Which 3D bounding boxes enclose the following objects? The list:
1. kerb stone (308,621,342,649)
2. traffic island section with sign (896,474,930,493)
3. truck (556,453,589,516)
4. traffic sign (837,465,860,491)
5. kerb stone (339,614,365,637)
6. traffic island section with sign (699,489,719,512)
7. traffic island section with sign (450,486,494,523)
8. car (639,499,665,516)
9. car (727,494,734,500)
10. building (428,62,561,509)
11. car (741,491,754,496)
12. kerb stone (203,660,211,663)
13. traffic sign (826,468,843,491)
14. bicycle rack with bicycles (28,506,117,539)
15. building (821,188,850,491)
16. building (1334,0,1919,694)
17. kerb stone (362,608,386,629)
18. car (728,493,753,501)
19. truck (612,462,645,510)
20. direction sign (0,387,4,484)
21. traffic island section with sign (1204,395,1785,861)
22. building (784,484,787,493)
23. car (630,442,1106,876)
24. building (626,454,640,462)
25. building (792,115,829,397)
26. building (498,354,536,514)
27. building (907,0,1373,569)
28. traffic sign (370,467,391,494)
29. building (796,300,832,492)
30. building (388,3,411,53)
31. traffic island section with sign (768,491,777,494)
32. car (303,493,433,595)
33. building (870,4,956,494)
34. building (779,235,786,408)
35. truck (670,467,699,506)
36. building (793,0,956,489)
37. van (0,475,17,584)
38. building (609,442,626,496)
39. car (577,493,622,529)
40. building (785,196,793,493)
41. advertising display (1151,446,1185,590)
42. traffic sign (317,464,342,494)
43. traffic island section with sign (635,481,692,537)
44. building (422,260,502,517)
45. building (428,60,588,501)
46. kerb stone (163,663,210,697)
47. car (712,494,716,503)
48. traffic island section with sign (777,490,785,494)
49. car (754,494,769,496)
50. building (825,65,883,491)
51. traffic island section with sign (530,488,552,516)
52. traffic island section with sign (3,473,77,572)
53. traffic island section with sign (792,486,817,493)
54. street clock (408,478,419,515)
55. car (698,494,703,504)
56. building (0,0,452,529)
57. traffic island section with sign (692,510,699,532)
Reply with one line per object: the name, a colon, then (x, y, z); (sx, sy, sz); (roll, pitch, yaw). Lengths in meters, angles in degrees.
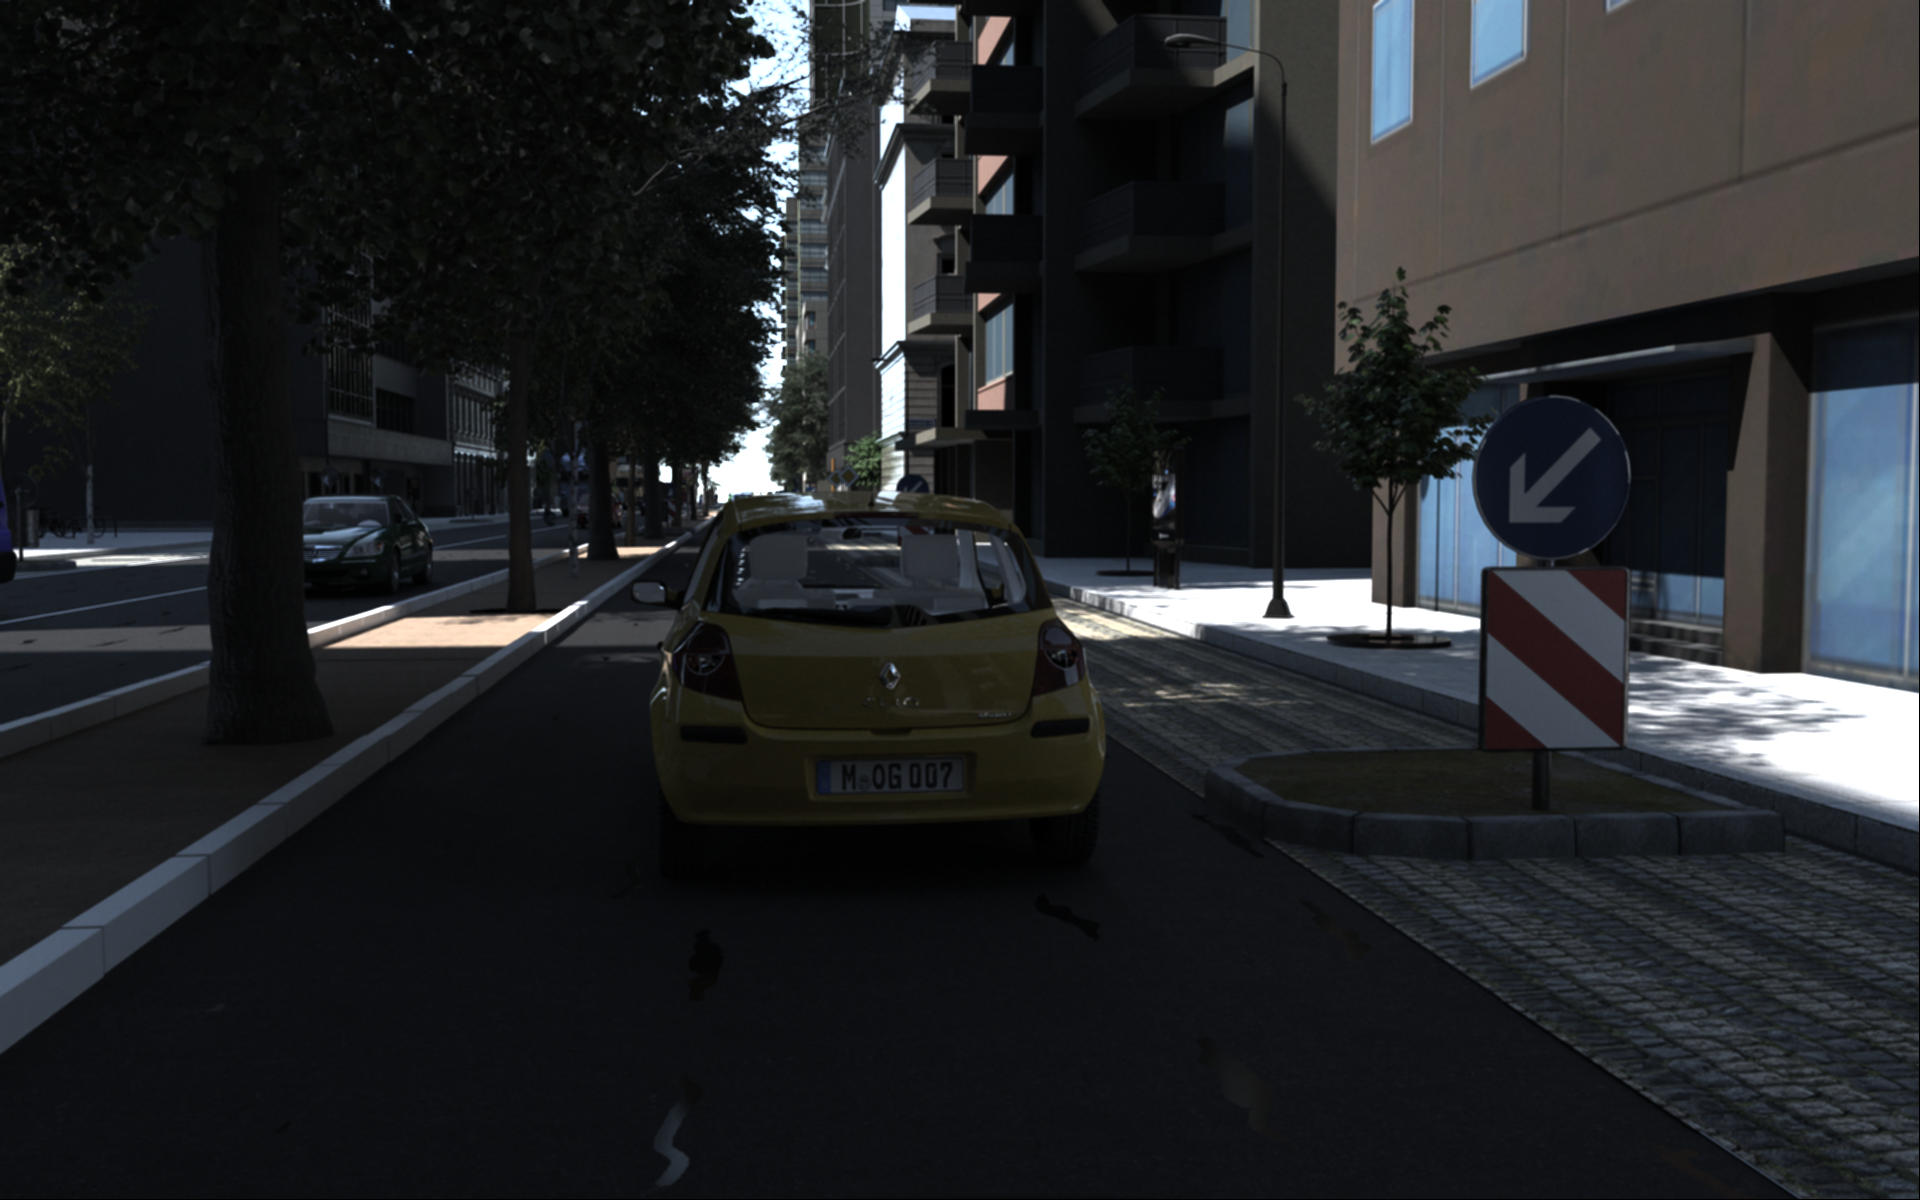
kerb stone: (-6.124, 0.342, 16.599); (0.120, 0.150, 1.000); (0, 4, -7)
traffic island section with sign: (-1.120, -1.595, 34.710); (1.989, 1.847, 2.006); (0, 4, -7)
truck: (-25.280, -7.873, 118.475); (2.967, 4.110, 18.799); (0, 4, -7)
traffic sign: (-3.812, -3.398, 59.192); (0.795, 2.450, 0.064); (0, 4, -7)
kerb stone: (-6.249, 0.280, 17.617); (0.120, 0.150, 1.000); (0, 4, -7)
traffic island section with sign: (-20.251, -8.106, 140.666); (2.006, 1.907, 1.989); (0, 4, -7)
traffic island section with sign: (-24.450, -4.786, 86.874); (1.989, 1.847, 2.006); (0, 4, -7)
car: (-20.649, -6.386, 116.985); (1.945, 1.354, 3.894); (0, 4, -8)
car: (-17.152, -7.687, 134.476); (1.959, 1.807, 4.718); (0, 4, -6)
building: (-50.837, -27.975, 149.272); (32.217, 40.220, 23.993); (0, 4, -7)
car: (-24.695, -11.776, 201.209); (2.281, 1.827, 5.304); (0, 4, -8)
kerb stone: (-5.744, 0.529, 13.551); (0.120, 0.150, 1.000); (0, 4, -7)
traffic sign: (-4.781, -3.882, 67.119); (0.795, 2.450, 0.064); (0, 4, -7)
bicycle rack with bicycles: (-26.216, -2.269, 50.478); (2.852, 0.926, 2.925); (1, 4, 13)
building: (-3.073, -21.002, 130.778); (14.401, 28.519, 23.554); (0, 4, -7)
building: (12.182, -22.211, 13.268); (14.600, 45.320, 14.200); (0, 4, -7)
kerb stone: (-6.372, 0.221, 18.632); (0.120, 0.150, 1.000); (0, 4, -7)
car: (-13.869, -6.192, 110.829); (1.945, 1.707, 3.694); (0, 4, -8)
truck: (-29.300, -10.193, 155.561); (2.839, 4.237, 11.283); (0, 4, -5)
direction sign: (-20.105, -2.712, 36.345); (0.379, 3.537, 0.876); (-2, 4, -27)
traffic island section with sign: (2.175, 0.057, 7.700); (1.989, 1.847, 2.006); (0, 4, -7)
building: (-10.476, -34.788, 260.671); (32.217, 40.220, 23.993); (0, 4, -7)
car: (-0.526, 0.135, 8.017); (2.015, 1.641, 3.980); (-1, 4, -8)
building: (-57.871, -36.380, 249.435); (22.147, 44.769, 28.867); (0, 4, -7)
building: (-10.755, -31.006, 190.545); (14.154, 41.232, 14.086); (0, 4, -7)
building: (-35.848, -16.230, 120.115); (10.420, 20.320, 16.860); (0, 4, -7)
building: (10.232, -23.738, 42.745); (22.147, 44.769, 28.867); (0, 4, -7)
traffic sign: (-21.752, -3.757, 65.073); (0.795, 2.450, 0.064); (0, 4, -7)
building: (-1.827, -19.913, 170.623); (27.650, 21.520, 28.899); (0, 4, -7)
building: (-51.140, -53.686, 190.430); (22.319, 86.520, 31.000); (0, 4, -7)
traffic island section with sign: (-17.141, -9.612, 165.790); (1.989, 1.847, 2.006); (0, 4, -7)
car: (-9.146, -0.871, 26.044); (2.131, 1.459, 4.920); (0, 4, -8)
building: (13.882, -15.734, 76.342); (34.723, 24.649, 14.460); (0, 4, -7)
building: (-18.570, -38.624, 286.122); (22.147, 44.769, 28.867); (0, 4, -7)
truck: (-28.318, -11.606, 178.663); (2.839, 4.237, 11.283); (0, 4, -8)
building: (-9.611, -47.031, 207.214); (20.563, 71.187, 20.611); (0, 4, -7)
van: (-12.161, -0.858, 18.410); (2.240, 2.365, 5.245); (0, 4, -6)
building: (-51.714, -35.367, 228.367); (14.600, 45.320, 14.200); (0, 4, -7)
car: (-15.302, -3.920, 73.124); (2.155, 1.783, 4.494); (0, 4, -6)
building: (-17.165, -34.073, 240.681); (14.154, 41.232, 14.086); (0, 4, -7)
advertising display: (2.823, -1.125, 23.614); (0.123, 1.923, 0.974); (-1, 4, -14)
traffic sign: (-20.783, -3.272, 57.146); (0.795, 2.450, 0.064); (0, 4, -7)
traffic island section with sign: (-10.236, -3.094, 58.728); (2.006, 1.907, 1.989); (0, 4, -7)
building: (-33.386, -15.510, 102.734); (9.793, 20.994, 18.267); (0, 4, -7)
building: (-44.269, -31.771, 169.568); (14.600, 45.320, 14.200); (0, 4, -7)
kerb stone: (-5.632, 0.599, 12.536); (0.120, 0.150, 1.000); (0, 4, -7)
car: (-38.753, -15.788, 269.923); (2.131, 1.459, 4.920); (0, 4, -6)
traffic island section with sign: (-11.136, -6.607, 116.648); (1.989, 1.847, 2.006); (0, 4, -7)
car: (-13.356, -6.536, 117.089); (2.015, 1.641, 3.980); (0, 4, -6)
building: (-0.682, -19.185, 107.176); (14.314, 27.812, 24.014); (0, 4, -7)
traffic island section with sign: (-27.737, -6.431, 113.781); (1.989, 1.847, 2.006); (0, 4, -7)
traffic island section with sign: (-17.799, -1.457, 32.446); (1.989, 1.847, 2.006); (0, 4, -7)
traffic island section with sign: (-7.853, -4.964, 89.784); (1.989, 1.847, 2.006); (0, 4, -7)
street clock: (-25.225, -4.612, 79.975); (0.358, 2.002, 0.471); (3, 5, 41)
car: (-36.319, -14.490, 246.508); (1.945, 1.707, 3.694); (0, 4, -7)
building: (-32.871, -15.861, 78.388); (14.314, 24.678, 30.058); (0, 4, -7)
traffic island section with sign: (-11.125, -3.544, 66.082); (2.006, 1.907, 1.989); (0, 4, -7)
